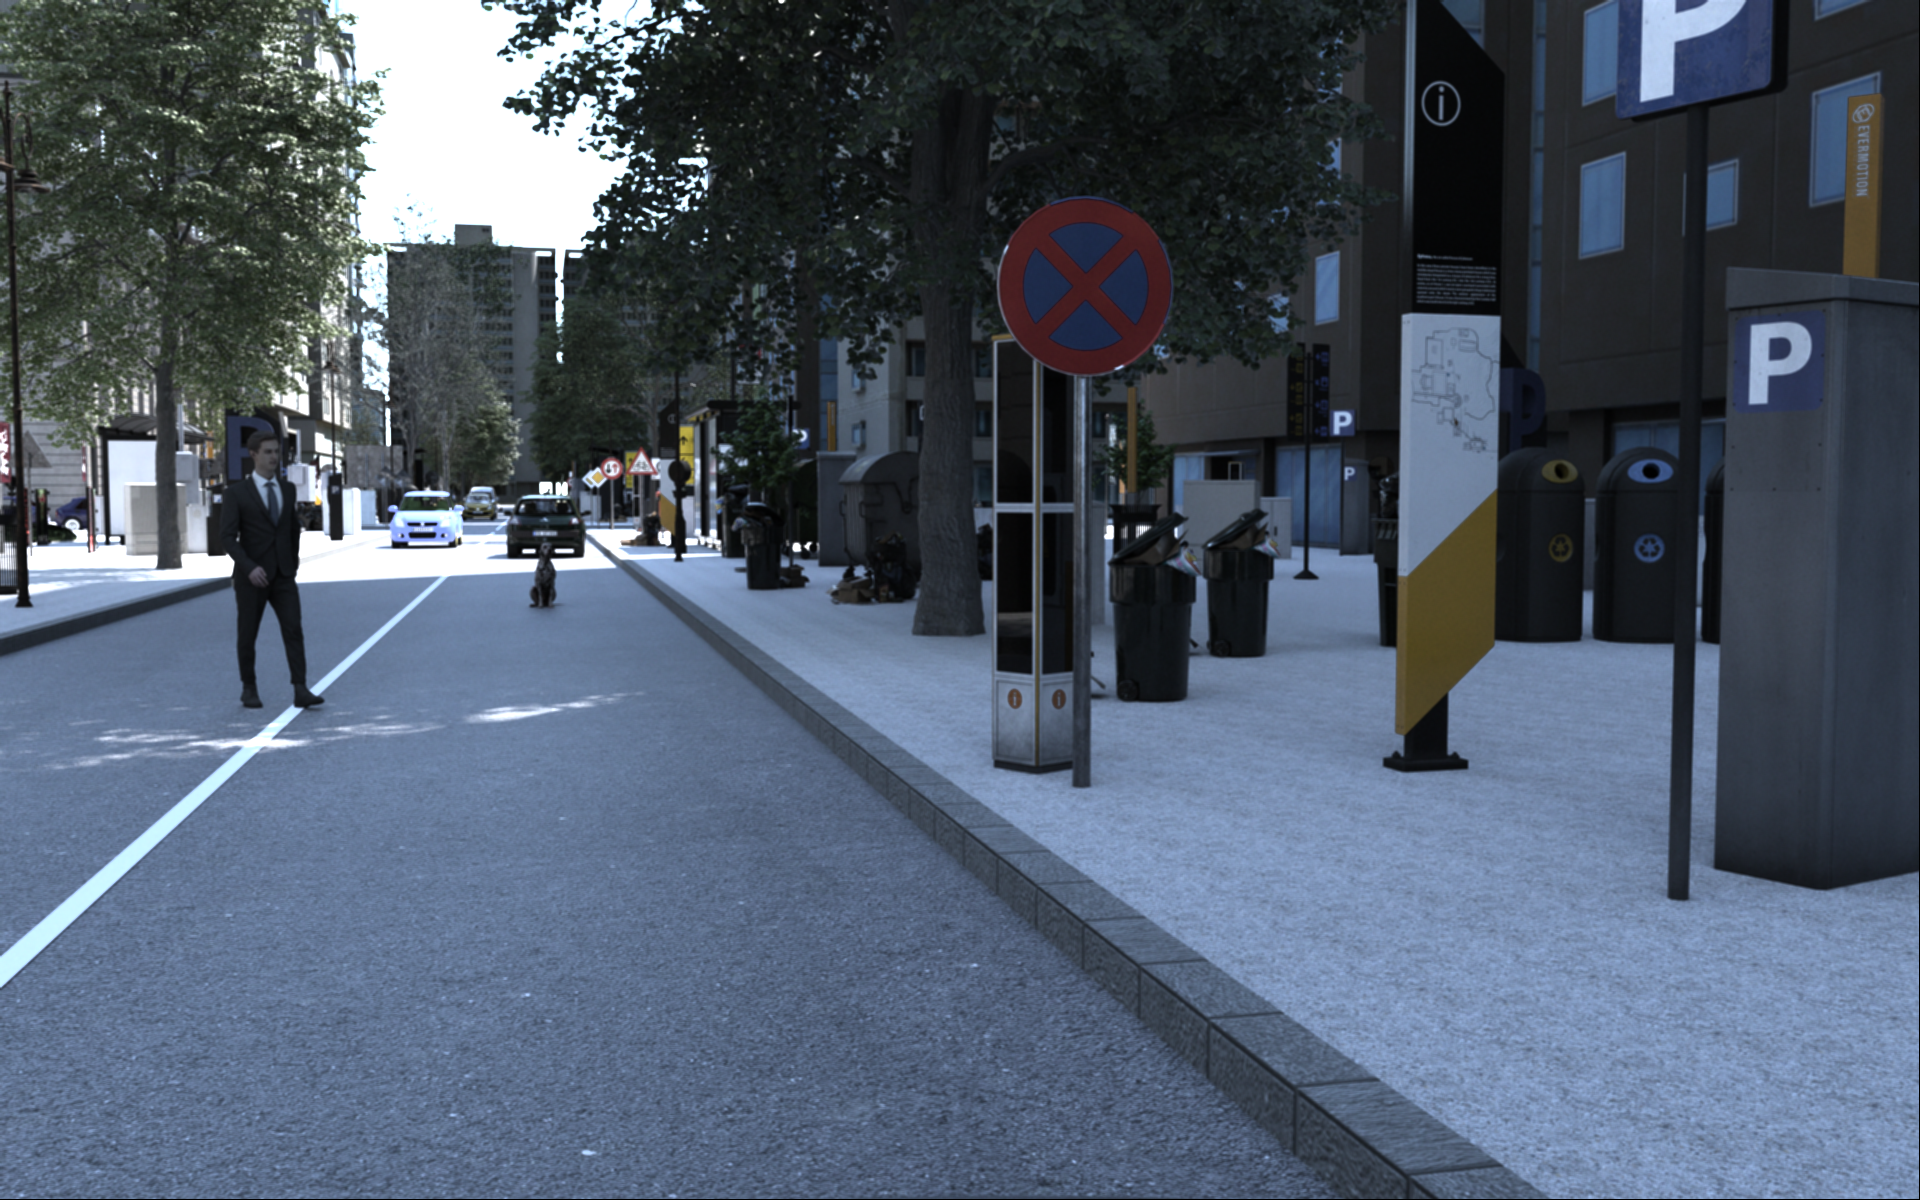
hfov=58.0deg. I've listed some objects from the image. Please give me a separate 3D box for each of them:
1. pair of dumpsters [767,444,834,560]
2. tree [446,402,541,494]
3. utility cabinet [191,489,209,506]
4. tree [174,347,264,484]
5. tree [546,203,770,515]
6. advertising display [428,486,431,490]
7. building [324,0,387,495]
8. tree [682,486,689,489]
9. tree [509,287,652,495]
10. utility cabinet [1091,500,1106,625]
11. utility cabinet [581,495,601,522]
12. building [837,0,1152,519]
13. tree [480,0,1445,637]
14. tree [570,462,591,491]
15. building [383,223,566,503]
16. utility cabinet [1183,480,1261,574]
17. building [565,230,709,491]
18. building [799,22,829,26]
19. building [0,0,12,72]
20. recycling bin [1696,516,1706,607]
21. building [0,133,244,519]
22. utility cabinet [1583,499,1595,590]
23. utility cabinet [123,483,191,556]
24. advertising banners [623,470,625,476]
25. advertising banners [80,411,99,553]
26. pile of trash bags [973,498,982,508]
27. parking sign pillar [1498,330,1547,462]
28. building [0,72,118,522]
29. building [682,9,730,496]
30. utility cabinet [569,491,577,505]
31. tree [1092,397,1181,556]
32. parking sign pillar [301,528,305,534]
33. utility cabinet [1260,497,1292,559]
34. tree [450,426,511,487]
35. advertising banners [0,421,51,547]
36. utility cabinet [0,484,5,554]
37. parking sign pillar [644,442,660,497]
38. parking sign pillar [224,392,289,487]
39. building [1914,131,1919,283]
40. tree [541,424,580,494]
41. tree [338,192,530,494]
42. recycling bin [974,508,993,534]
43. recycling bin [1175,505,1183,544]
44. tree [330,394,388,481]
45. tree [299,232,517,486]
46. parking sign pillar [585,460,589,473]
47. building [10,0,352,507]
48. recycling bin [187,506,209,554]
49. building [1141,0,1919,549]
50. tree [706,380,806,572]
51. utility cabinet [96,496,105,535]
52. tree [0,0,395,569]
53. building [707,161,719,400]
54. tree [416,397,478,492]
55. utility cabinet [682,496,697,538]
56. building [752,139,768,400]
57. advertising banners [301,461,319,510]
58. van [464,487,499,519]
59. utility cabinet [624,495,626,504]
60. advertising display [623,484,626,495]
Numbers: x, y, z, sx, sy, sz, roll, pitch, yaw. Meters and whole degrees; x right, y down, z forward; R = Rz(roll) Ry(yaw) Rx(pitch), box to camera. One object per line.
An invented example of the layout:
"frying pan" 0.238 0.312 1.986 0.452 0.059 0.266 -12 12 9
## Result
"pair of dumpsters" -3.108 -2.037 35.793 1.574 2.255 4.437 -1 4 -14
"tree" -50.427 -15.450 178.361 9.928 11.665 9.643 0 3 0
"utility cabinet" -33.604 -4.178 76.988 1.173 1.500 0.318 -3 5 -41
"tree" -37.187 -8.348 86.846 4.737 8.622 4.395 0 3 0
"tree" -9.536 -7.380 55.084 7.601 10.594 8.767 -1 4 -15
"advertising display" -40.149 -7.704 131.166 0.123 1.923 0.974 -1 4 -21
"building" -96.036 -56.593 237.972 31.000 86.520 22.319 -1 4 -14
"tree" -18.569 -7.764 110.661 4.285 4.588 4.351 0 3 0
"tree" -20.298 -10.775 94.305 7.486 12.596 7.792 0 3 0
"utility cabinet" 0.902 -0.355 16.965 1.020 1.237 0.306 -1 4 -18
"utility cabinet" -17.107 -4.230 80.326 1.020 1.237 0.306 2 4 34
"building" 4.128 -29.004 97.923 21.600 48.544 21.300 -1 4 -14
"tree" 0.009 -6.659 15.529 9.857 13.997 8.962 0 3 0
"tree" -22.317 -6.596 102.442 1.663 3.219 1.824 0 3 0
"building" -70.445 -34.245 251.779 23.993 40.220 32.217 -1 4 -14
"utility cabinet" 4.126 -1.139 27.303 1.173 1.500 0.318 2 4 28
"building" -47.050 -34.632 258.112 23.993 40.220 32.217 -1 4 -14
"building" -13.841 -31.097 158.544 14.600 45.320 14.200 -1 4 -14
"building" -71.673 -34.183 148.132 28.713 52.752 27.495 -1 4 -14
"recycling bin" 8.309 -0.457 20.033 0.722 1.027 0.722 1 4 10
"building" -54.582 -16.537 112.174 13.314 21.916 24.055 -1 4 -14
"utility cabinet" 8.408 -0.743 23.308 1.020 1.237 0.306 -2 4 -35
"utility cabinet" -16.522 -1.647 35.604 0.318 1.500 1.173 3 4 37
"advertising banners" -24.581 -7.883 125.075 0.090 3.025 2.074 -3 4 -36
"advertising banners" -18.884 -2.529 37.541 0.090 3.025 2.074 -1 4 -20
"pile of trash bags" 1.715 -3.252 62.918 3.447 1.369 1.912 2 4 27
"parking sign pillar" 8.701 -2.366 27.151 1.447 3.967 1.447 -3 5 -44
"building" -48.544 -15.115 88.929 13.314 21.916 24.055 -1 4 -14
"building" -19.455 -53.889 193.762 22.319 86.520 31.000 -1 4 -14
"utility cabinet" -28.317 -7.305 128.108 1.173 1.500 0.318 2 4 24
"tree" 3.669 -2.444 34.562 1.663 3.219 1.824 0 3 0
"parking sign pillar" -21.952 -4.125 55.922 1.447 3.967 1.447 -2 4 -28
"utility cabinet" 6.013 -1.408 34.190 1.020 1.237 0.306 0 4 -1
"tree" -55.576 -16.205 199.367 8.767 10.594 7.601 1 4 12
"advertising banners" -22.986 -2.834 42.516 0.090 3.025 2.074 0 4 3
"utility cabinet" -20.872 -1.735 37.045 1.173 1.500 0.318 3 5 40
"parking sign pillar" -14.237 -5.646 80.780 1.447 3.967 1.447 -2 4 -25
"parking sign pillar" -17.713 -3.362 43.444 1.447 3.967 1.447 -1 4 -18
"building" 18.420 -22.843 23.590 14.600 45.320 14.200 -1 4 -14
"tree" -43.826 -16.198 190.591 9.928 11.665 9.643 0 3 0
"tree" -34.632 -15.641 111.623 12.611 20.169 13.585 0 3 0
"recycling bin" 0.438 -1.181 31.856 0.722 1.027 0.722 0 4 3
"recycling bin" 5.324 -1.666 39.800 0.722 1.027 0.722 0 4 5
"tree" -42.523 -10.534 122.587 4.360 8.622 3.978 0 3 0
"tree" -25.727 -10.439 81.052 12.009 13.543 11.850 0 3 0
"parking sign pillar" -27.194 -8.469 126.934 1.447 3.967 1.447 -1 4 -22
"building" -79.272 -36.230 181.599 27.495 52.752 28.713 -1 4 -14
"recycling bin" -16.450 -1.517 37.351 0.722 1.027 0.722 3 5 39
"building" 13.778 -24.169 45.268 14.600 45.320 14.200 -1 4 -14
"tree" -3.365 -2.083 28.654 1.663 3.219 1.824 0 3 0
"utility cabinet" -26.864 -2.625 54.076 1.020 1.237 0.306 3 5 40
"tree" -13.186 -6.806 29.412 7.486 12.596 7.792 0 3 0
"building" -17.489 -31.937 172.279 14.600 45.320 14.200 -1 4 -14
"tree" -37.425 -10.716 125.575 4.360 8.622 3.978 0 3 0
"utility cabinet" -7.706 -2.401 50.425 1.020 1.237 0.306 2 4 25
"building" -9.872 -27.857 139.048 14.154 41.232 14.086 -1 4 -14
"advertising banners" -34.525 -5.794 90.914 0.090 3.025 2.074 3 4 38
"van" -28.203 -5.820 102.173 2.013 2.044 4.112 -1 4 -13
"utility cabinet" -20.372 -5.690 104.196 1.020 1.237 0.306 -3 5 -43
"advertising display" -22.357 -6.612 113.321 0.974 1.923 0.123 -1 4 -19
